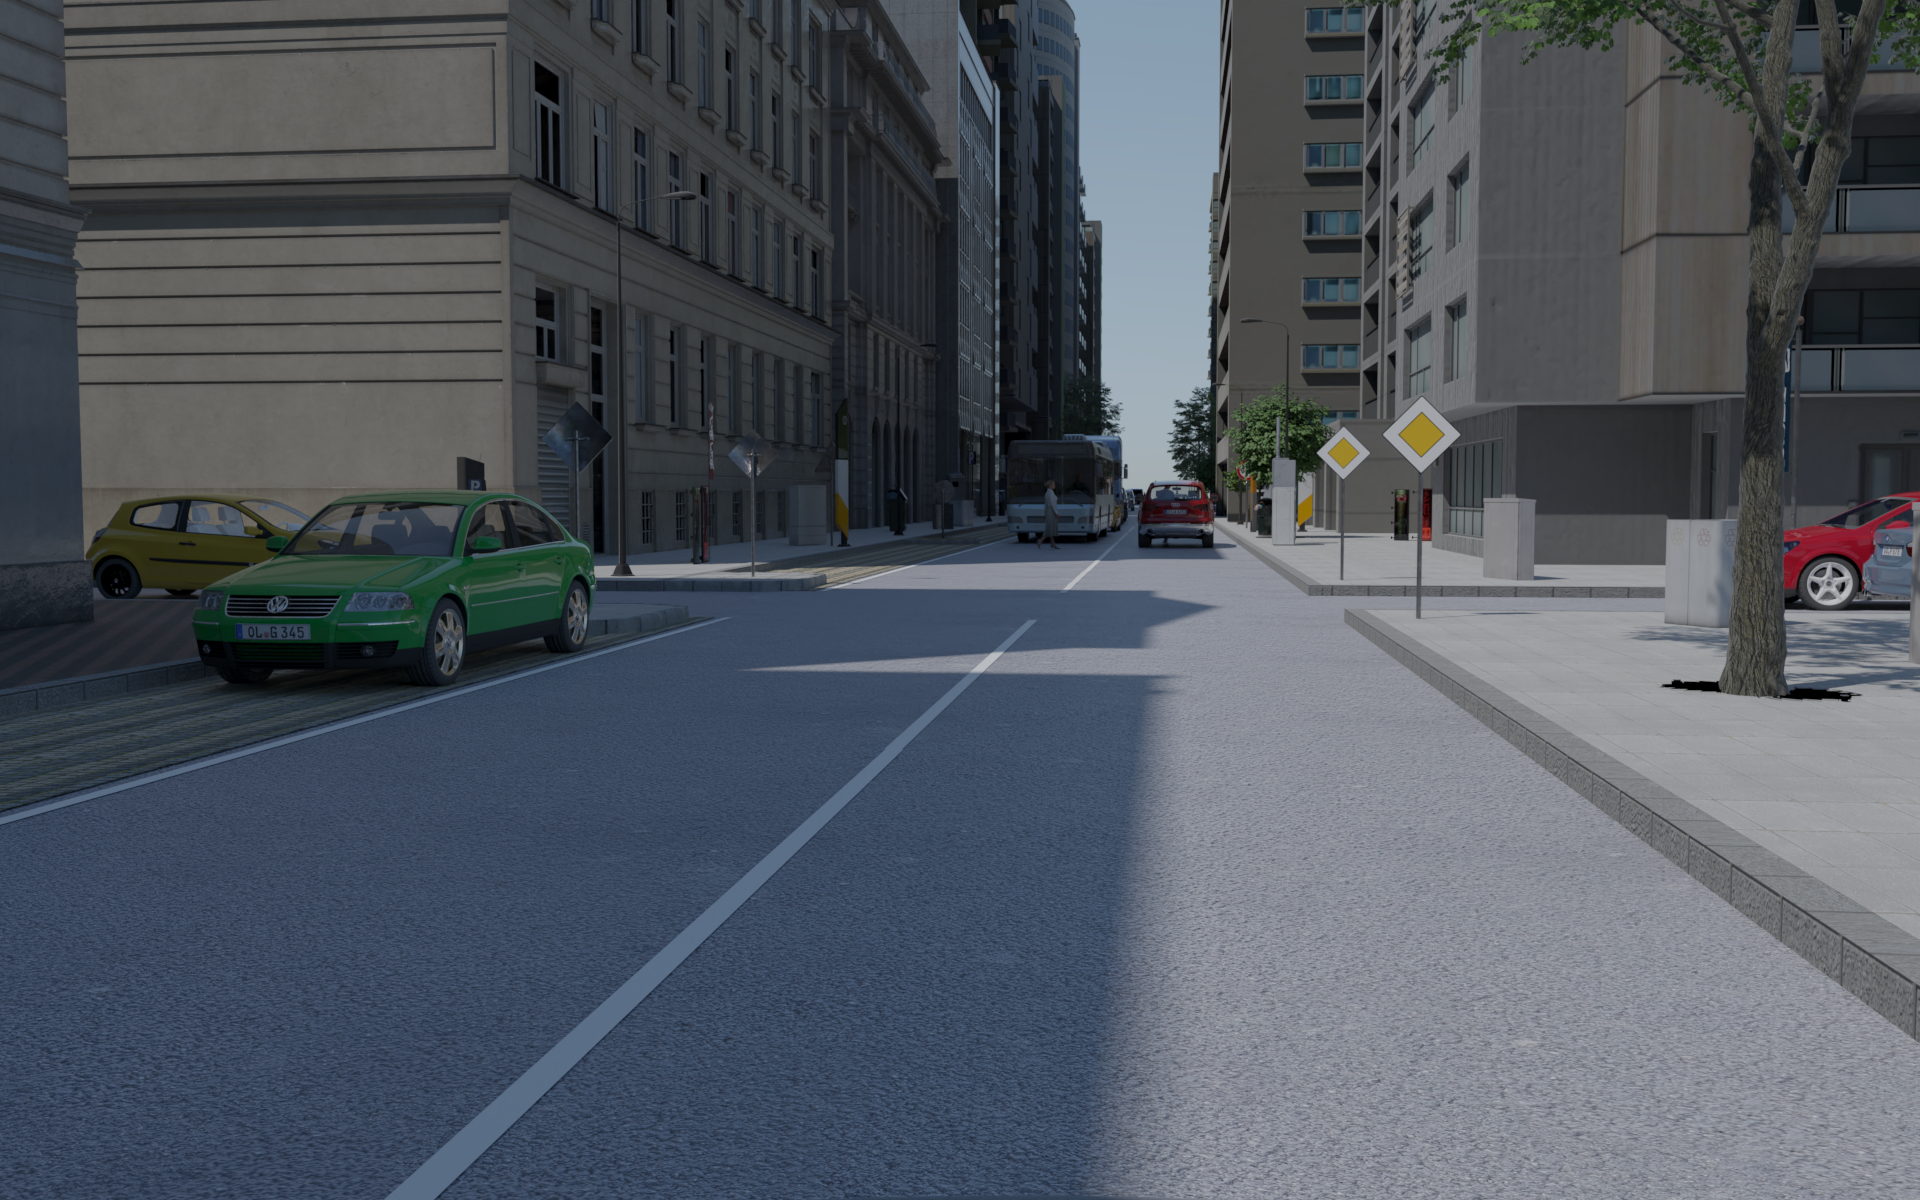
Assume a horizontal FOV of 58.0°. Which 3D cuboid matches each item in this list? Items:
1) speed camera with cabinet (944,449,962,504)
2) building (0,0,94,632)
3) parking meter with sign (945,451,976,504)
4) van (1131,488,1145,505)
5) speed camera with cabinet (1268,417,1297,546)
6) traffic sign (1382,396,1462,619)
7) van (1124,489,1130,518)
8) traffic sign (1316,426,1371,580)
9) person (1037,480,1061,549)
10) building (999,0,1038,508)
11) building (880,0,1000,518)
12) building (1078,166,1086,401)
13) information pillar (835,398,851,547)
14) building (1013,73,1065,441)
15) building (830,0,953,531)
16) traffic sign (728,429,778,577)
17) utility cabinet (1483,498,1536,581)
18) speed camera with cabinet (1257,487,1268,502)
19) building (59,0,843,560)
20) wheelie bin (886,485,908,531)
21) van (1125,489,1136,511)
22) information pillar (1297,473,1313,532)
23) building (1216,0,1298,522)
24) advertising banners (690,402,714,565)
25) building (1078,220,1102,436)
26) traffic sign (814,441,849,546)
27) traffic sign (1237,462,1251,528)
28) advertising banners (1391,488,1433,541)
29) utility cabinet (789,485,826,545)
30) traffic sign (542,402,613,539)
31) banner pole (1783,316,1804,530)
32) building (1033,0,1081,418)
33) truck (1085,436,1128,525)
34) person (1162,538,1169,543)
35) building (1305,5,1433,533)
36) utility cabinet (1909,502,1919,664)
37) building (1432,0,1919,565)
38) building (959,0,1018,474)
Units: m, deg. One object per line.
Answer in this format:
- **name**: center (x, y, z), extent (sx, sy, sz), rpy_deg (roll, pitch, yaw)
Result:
- **speed camera with cabinet**: center (-0.336, -5.020, 76.415), extent (0.660, 3.252, 2.038), rpy_deg (0, 4, -7)
- **building**: center (-18.193, -10.042, 13.338), extent (18.267, 20.994, 9.793), rpy_deg (0, 4, 7)
- **parking meter with sign**: center (-0.236, -4.529, 70.307), extent (1.738, 3.016, 0.543), rpy_deg (-2, 4, -27)
- **van**: center (18.934, -11.175, 187.099), extent (2.240, 2.365, 5.245), rpy_deg (0, 4, 8)
- **speed camera with cabinet**: center (8.235, -3.031, 43.885), extent (0.660, 3.252, 2.038), rpy_deg (1, 4, 11)
- **traffic sign**: center (4.715, -0.863, 17.760), extent (0.795, 2.450, 0.064), rpy_deg (0, 4, 7)
- **van**: center (9.289, -5.968, 104.590), extent (2.013, 2.044, 4.112), rpy_deg (0, 4, 7)
- **traffic sign**: center (5.674, -1.348, 25.688), extent (0.795, 2.450, 0.064), rpy_deg (0, 4, 7)
- **person**: center (2.301, -2.225, 45.108), extent (0.641, 1.798, 0.478), rpy_deg (0, 4, 4)
- **building**: center (-7.659, -33.992, 145.015), extent (28.713, 52.752, 27.495), rpy_deg (0, 4, 7)
- **building**: center (-4.856, -16.790, 92.542), extent (12.078, 24.808, 19.932), rpy_deg (0, 4, 7)
- **building**: center (5.261, -37.379, 230.748), extent (23.786, 49.044, 30.456), rpy_deg (0, 4, 7)
- **information pillar**: center (-2.859, -3.098, 42.005), extent (0.183, 3.616, 0.504), rpy_deg (2, 4, 27)
- **building**: center (2.543, -29.446, 165.039), extent (14.154, 41.232, 14.086), rpy_deg (0, 4, 7)
- **building**: center (-8.364, -14.007, 70.810), extent (13.314, 21.916, 24.055), rpy_deg (0, 4, 7)
- **traffic sign**: center (-3.203, -1.415, 26.779), extent (0.795, 2.450, 0.064), rpy_deg (0, 4, 7)
- **utility cabinet**: center (8.286, -0.916, 26.132), extent (0.306, 1.237, 1.020), rpy_deg (-1, 4, -12)
- **speed camera with cabinet**: center (11.290, -4.225, 63.414), extent (0.660, 3.252, 2.038), rpy_deg (-1, 4, -8)
- **building**: center (-13.163, -12.897, 44.154), extent (16.112, 22.955, 30.059), rpy_deg (0, 4, 7)
- **wheelie bin**: center (-2.168, -3.167, 59.691), extent (0.693, 1.594, 0.980), rpy_deg (0, 4, 4)
- **van**: center (14.116, -8.655, 148.526), extent (2.013, 2.044, 4.112), rpy_deg (0, 4, 7)
- **information pillar**: center (11.680, -4.113, 58.595), extent (0.504, 3.616, 0.183), rpy_deg (1, 4, 18)
- **building**: center (24.187, -28.373, 87.601), extent (21.300, 48.544, 21.600), rpy_deg (0, 4, 7)
- **advertising banners**: center (-4.787, -2.212, 32.360), extent (0.090, 3.025, 2.074), rpy_deg (0, 4, 3)
- **building**: center (13.354, -34.789, 252.402), extent (14.154, 41.232, 14.086), rpy_deg (0, 4, 7)
- **traffic sign**: center (-3.159, -2.608, 42.640), extent (0.884, 2.594, 0.081), rpy_deg (1, 4, 10)
- **traffic sign**: center (10.721, -3.951, 64.700), extent (0.768, 2.556, 0.104), rpy_deg (1, 4, 11)
- **advertising banners**: center (12.626, -3.106, 46.977), extent (0.090, 3.025, 2.074), rpy_deg (-3, 5, -43)
- **utility cabinet**: center (-3.828, -2.125, 43.421), extent (0.318, 1.500, 1.173), rpy_deg (2, 4, 31)
- **traffic sign**: center (-4.162, -0.930, 18.851), extent (0.795, 2.450, 0.064), rpy_deg (0, 4, 7)
- **banner pole**: center (11.774, -2.120, 24.681), extent (0.401, 3.779, 0.863), rpy_deg (0, 4, -5)
- **building**: center (2.599, -40.324, 201.288), extent (21.231, 58.520, 28.212), rpy_deg (0, 4, 7)
- **truck**: center (6.932, -5.865, 85.649), extent (2.967, 4.110, 18.799), rpy_deg (0, 4, 6)
- **person**: center (6.126, -2.621, 51.218), extent (0.638, 1.841, 0.748), rpy_deg (2, 4, 30)
- **building**: center (23.051, -37.892, 57.785), extent (20.563, 71.187, 20.611), rpy_deg (0, 4, 7)
- **utility cabinet**: center (7.742, -0.119, 13.104), extent (1.020, 1.237, 0.306), rpy_deg (-1, 4, -10)
- **building**: center (16.371, -21.346, 32.597), extent (14.086, 41.232, 14.154), rpy_deg (0, 4, 7)
- **building**: center (-7.747, -28.276, 116.937), extent (22.147, 44.769, 28.867), rpy_deg (0, 4, 7)
